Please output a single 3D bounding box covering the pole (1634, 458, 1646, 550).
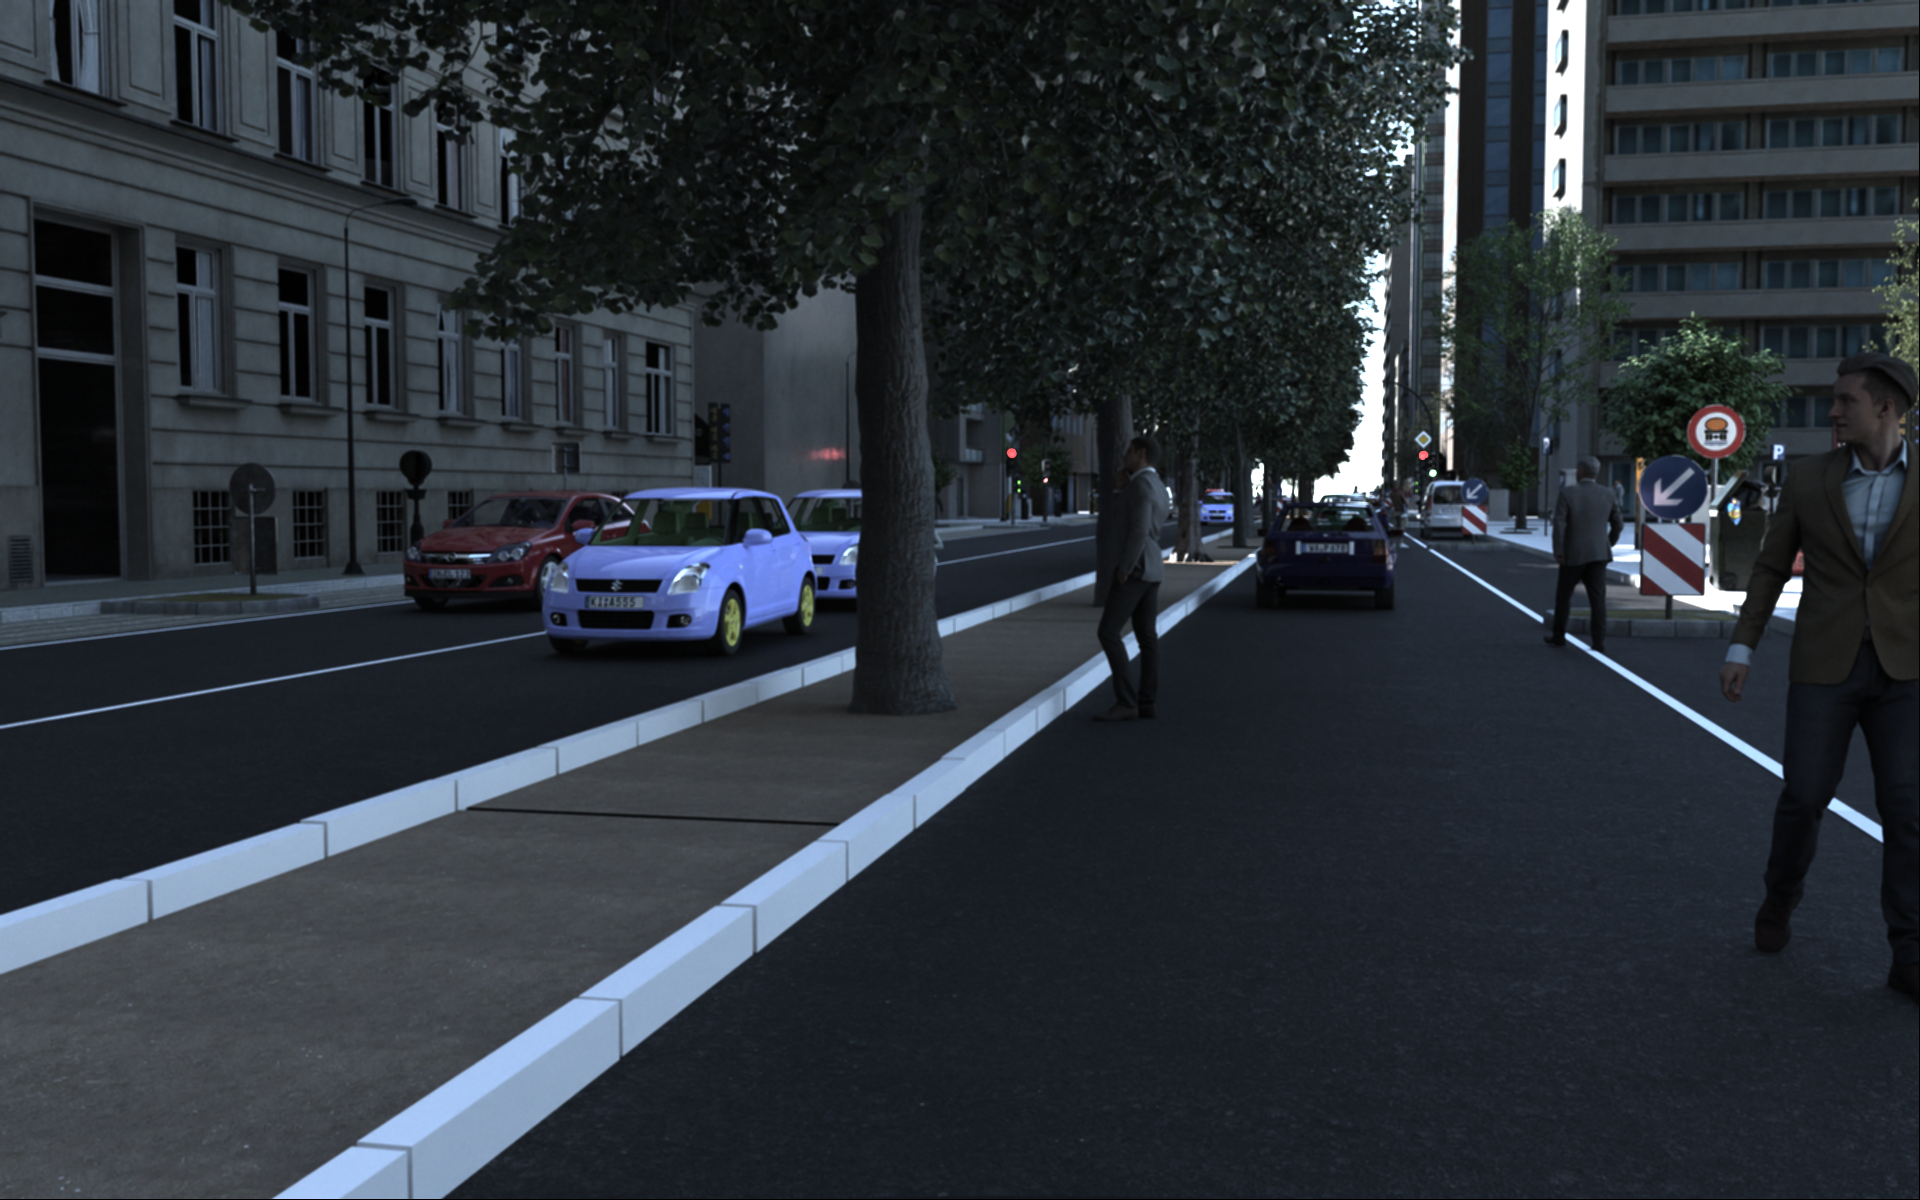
[{"bbox_3d":[15.595,-2.802,39.658,0.158,3.312,0.155,0,3,0],"label":"pole"}]

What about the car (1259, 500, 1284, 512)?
[{"bbox_3d":[25.290,-7.826,140.541,1.945,1.354,3.894,1,4,12],"label":"car"}]

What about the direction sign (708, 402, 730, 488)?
[{"bbox_3d":[-5.994,-3.134,43.232,0.379,3.537,0.876,2,4,27],"label":"direction sign"}]

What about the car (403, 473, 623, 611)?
[{"bbox_3d":[-5.566,-0.839,22.757,2.155,1.783,4.494,1,4,14],"label":"car"}]

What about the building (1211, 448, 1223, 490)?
[{"bbox_3d":[29.717,-28.954,245.091,14.160,30.474,14.107,1,4,12],"label":"building"}]

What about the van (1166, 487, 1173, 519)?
[{"bbox_3d":[11.322,-5.671,99.734,2.013,2.044,4.112,1,4,11],"label":"van"}]

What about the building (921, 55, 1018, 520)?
[{"bbox_3d":[-5.131,-24.788,88.883,14.154,41.232,14.086,1,4,12],"label":"building"}]

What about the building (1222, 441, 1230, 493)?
[{"bbox_3d":[30.246,-44.291,266.161,21.231,58.520,28.212,1,4,12],"label":"building"}]

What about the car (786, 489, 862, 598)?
[{"bbox_3d":[-1.559,-0.797,22.615,1.945,1.707,3.694,1,4,11],"label":"car"}]

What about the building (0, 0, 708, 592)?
[{"bbox_3d":[-17.335,-12.293,34.281,16.112,22.955,30.059,1,4,12],"label":"building"}]

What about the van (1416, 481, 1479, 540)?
[{"bbox_3d":[15.823,-3.003,56.104,2.013,2.044,4.112,1,4,12],"label":"van"}]

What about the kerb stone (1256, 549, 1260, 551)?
[{"bbox_3d":[6.465,-0.960,37.896,0.120,0.150,1.000,1,4,12],"label":"kerb stone"}]

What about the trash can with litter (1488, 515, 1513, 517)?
[{"bbox_3d":[29.615,-5.158,95.388,2.233,1.210,1.678,-2,4,-28],"label":"trash can with litter"}]

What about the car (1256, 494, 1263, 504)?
[{"bbox_3d":[37.405,-12.504,213.475,2.155,1.783,4.494,1,4,12],"label":"car"}]

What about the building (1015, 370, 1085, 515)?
[{"bbox_3d":[0.134,-28.142,110.232,14.600,45.320,14.200,1,4,12],"label":"building"}]

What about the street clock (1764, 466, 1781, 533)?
[{"bbox_3d":[21.076,-2.472,44.984,0.471,2.002,0.358,-3,4,-38],"label":"street clock"}]

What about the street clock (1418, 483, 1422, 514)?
[{"bbox_3d":[30.173,-6.665,113.535,0.358,2.002,0.471,1,4,20],"label":"street clock"}]

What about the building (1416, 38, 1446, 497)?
[{"bbox_3d":[49.124,-29.018,158.031,14.154,41.232,14.086,1,4,12],"label":"building"}]

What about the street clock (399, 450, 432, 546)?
[{"bbox_3d":[-9.067,-1.488,28.900,0.471,2.002,0.358,0,4,6],"label":"street clock"}]

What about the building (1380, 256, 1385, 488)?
[{"bbox_3d":[82.326,-40.856,291.690,21.300,48.544,21.600,1,4,12],"label":"building"}]

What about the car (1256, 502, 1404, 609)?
[{"bbox_3d":[4.905,-0.640,23.038,1.945,1.354,3.894,1,4,13],"label":"car"}]

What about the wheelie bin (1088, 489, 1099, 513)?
[{"bbox_3d":[9.164,-6.747,118.218,0.693,1.594,0.980,-2,4,-34],"label":"wheelie bin"}]

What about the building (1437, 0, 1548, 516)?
[{"bbox_3d":[36.936,-27.822,105.008,14.600,45.320,14.200,1,4,12],"label":"building"}]

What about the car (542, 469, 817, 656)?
[{"bbox_3d":[-2.609,-0.428,16.589,1.945,1.707,3.694,1,4,11],"label":"car"}]

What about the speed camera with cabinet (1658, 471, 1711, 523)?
[{"bbox_3d":[27.448,-4.338,65.255,2.038,3.252,0.660,2,4,27],"label":"speed camera with cabinet"}]

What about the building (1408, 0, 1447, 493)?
[{"bbox_3d":[57.121,-38.860,177.361,21.231,58.520,28.212,1,4,12],"label":"building"}]

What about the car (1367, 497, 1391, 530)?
[{"bbox_3d":[15.423,-3.262,65.913,1.945,1.354,3.894,1,4,13],"label":"car"}]

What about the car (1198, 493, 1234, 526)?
[{"bbox_3d":[11.909,-4.273,79.454,1.945,1.707,3.694,1,4,11],"label":"car"}]

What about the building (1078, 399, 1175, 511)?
[{"bbox_3d":[12.109,-23.896,162.393,14.160,30.474,14.107,1,4,12],"label":"building"}]

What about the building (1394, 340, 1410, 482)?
[{"bbox_3d":[66.291,-22.056,205.660,27.650,21.520,28.899,1,4,12],"label":"building"}]

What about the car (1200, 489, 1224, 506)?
[{"bbox_3d":[20.651,-8.059,140.432,2.281,1.827,5.304,1,4,11],"label":"car"}]

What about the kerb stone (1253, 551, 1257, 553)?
[{"bbox_3d":[6.246,-0.899,36.897,0.120,0.150,1.000,1,4,12],"label":"kerb stone"}]

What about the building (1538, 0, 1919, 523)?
[{"bbox_3d":[39.971,-28.146,83.891,21.600,48.544,21.300,1,4,12],"label":"building"}]

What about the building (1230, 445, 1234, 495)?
[{"bbox_3d":[37.081,-39.129,294.376,22.147,44.769,28.867,1,4,12],"label":"building"}]

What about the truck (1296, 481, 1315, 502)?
[{"bbox_3d":[54.392,-17.329,272.238,2.839,4.237,11.283,1,4,13],"label":"truck"}]

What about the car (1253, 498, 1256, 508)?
[{"bbox_3d":[28.840,-9.990,175.137,2.131,1.459,4.920,1,4,13],"label":"car"}]

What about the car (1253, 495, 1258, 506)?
[{"bbox_3d":[34.778,-11.924,207.539,1.945,1.354,3.894,1,4,11],"label":"car"}]

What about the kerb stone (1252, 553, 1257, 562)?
[{"bbox_3d":[6.028,-0.835,35.895,0.120,0.150,1.000,1,4,12],"label":"kerb stone"}]

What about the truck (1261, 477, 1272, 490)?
[{"bbox_3d":[47.246,-16.717,262.234,2.839,4.237,11.283,1,4,12],"label":"truck"}]

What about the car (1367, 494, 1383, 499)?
[{"bbox_3d":[44.926,-10.877,188.056,2.015,1.641,3.980,1,4,11],"label":"car"}]

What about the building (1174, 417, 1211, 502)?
[{"bbox_3d":[19.954,-36.203,215.618,21.300,48.544,21.600,1,4,12],"label":"building"}]

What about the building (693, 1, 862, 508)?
[{"bbox_3d":[-20.556,-15.976,65.721,34.151,26.468,19.350,1,4,12],"label":"building"}]

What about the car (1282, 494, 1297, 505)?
[{"bbox_3d":[36.139,-11.066,189.971,2.155,1.783,4.494,1,4,13],"label":"car"}]

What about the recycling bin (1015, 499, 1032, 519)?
[{"bbox_3d":[3.314,-4.773,90.587,0.722,1.027,0.722,1,4,20],"label":"recycling bin"}]

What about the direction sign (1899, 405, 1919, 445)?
[{"bbox_3d":[24.233,-3.194,44.227,0.379,3.537,0.876,-2,4,-32],"label":"direction sign"}]

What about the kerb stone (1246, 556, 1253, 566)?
[{"bbox_3d":[5.590,-0.716,33.896,0.120,0.150,1.000,1,4,12],"label":"kerb stone"}]

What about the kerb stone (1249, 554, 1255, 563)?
[{"bbox_3d":[5.812,-0.777,34.896,0.120,0.150,1.000,1,4,12],"label":"kerb stone"}]

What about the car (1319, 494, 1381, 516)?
[{"bbox_3d":[10.863,-2.279,49.058,2.131,1.459,4.920,1,4,11],"label":"car"}]

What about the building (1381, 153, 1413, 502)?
[{"bbox_3d":[70.410,-37.728,240.547,21.300,48.544,21.600,1,4,12],"label":"building"}]

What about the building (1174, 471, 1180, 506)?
[{"bbox_3d":[15.363,-46.188,193.418,20.563,71.187,20.611,1,4,12],"label":"building"}]

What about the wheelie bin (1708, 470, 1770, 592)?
[{"bbox_3d":[10.354,-0.924,23.016,0.693,1.594,0.980,1,4,14],"label":"wheelie bin"}]
